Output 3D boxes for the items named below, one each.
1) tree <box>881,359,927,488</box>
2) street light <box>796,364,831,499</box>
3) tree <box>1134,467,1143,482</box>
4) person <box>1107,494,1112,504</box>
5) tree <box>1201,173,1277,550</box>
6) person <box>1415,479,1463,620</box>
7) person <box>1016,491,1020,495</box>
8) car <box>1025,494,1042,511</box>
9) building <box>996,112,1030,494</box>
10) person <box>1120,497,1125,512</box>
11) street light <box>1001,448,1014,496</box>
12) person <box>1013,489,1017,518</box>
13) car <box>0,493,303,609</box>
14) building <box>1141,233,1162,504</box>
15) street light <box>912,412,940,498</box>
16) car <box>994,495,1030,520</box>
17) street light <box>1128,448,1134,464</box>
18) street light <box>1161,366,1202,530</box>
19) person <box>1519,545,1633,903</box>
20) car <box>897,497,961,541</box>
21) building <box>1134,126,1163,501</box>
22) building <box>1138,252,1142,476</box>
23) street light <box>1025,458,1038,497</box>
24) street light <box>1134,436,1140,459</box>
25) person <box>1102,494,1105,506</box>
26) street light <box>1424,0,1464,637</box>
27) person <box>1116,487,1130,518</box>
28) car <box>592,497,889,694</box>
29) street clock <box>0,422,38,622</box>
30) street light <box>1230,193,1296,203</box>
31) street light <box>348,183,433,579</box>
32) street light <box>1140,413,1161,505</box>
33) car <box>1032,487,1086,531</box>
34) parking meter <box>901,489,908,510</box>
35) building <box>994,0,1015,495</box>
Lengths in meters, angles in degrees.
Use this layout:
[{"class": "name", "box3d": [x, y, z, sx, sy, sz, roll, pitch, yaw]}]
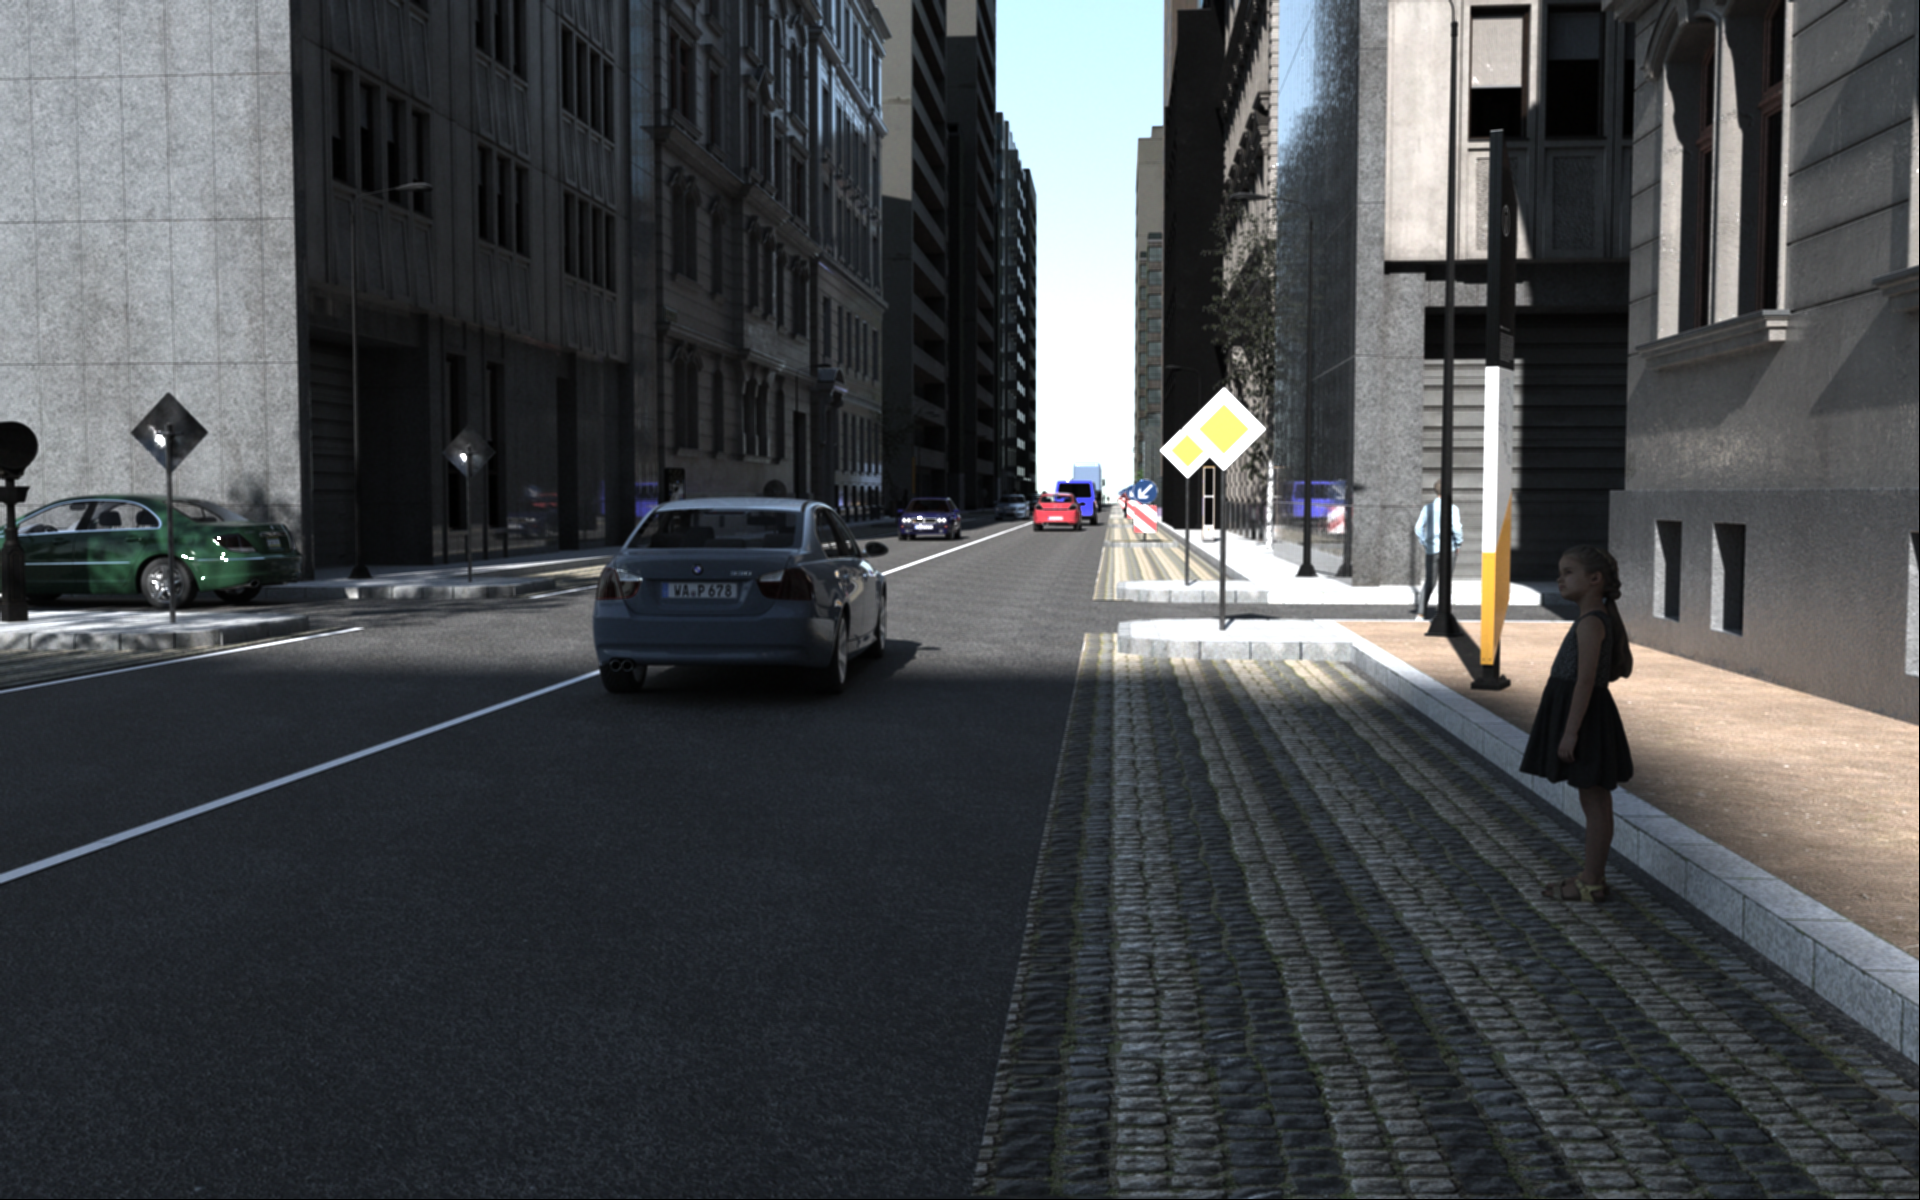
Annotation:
[{"class": "tree", "box3d": [-4.108, -8.714, 92.842, 4.360, 8.622, 3.978, 0, 3, 0]}, {"class": "street light", "box3d": [-5.293, -5.468, 61.935, 1.470, 5.913, 1.316, 0, 4, 5]}, {"class": "tree", "box3d": [19.874, -12.116, 181.811, 4.285, 4.588, 4.351, 0, 3, 0]}, {"class": "person", "box3d": [21.850, -14.742, 252.720, 0.799, 1.438, 0.628, -1, 4, -11]}, {"class": "tree", "box3d": [7.303, -5.459, 39.610, 4.360, 8.622, 3.978, 0, 3, 0]}, {"class": "person", "box3d": [5.270, -0.530, 18.972, 0.330, 1.601, 0.589, -2, 4, -34]}, {"class": "person", "box3d": [5.195, -8.861, 154.063, 1.217, 1.739, 0.721, -2, 4, -29]}, {"class": "car", "box3d": [5.734, -7.525, 132.815, 2.009, 1.686, 4.222, 0, 4, 4]}, {"class": "building", "box3d": [-3.295, -36.705, 219.728, 23.786, 49.044, 30.456, 0, 4, 5]}, {"class": "person", "box3d": [12.524, -7.579, 132.373, 0.705, 1.831, 1.348, 0, 4, -8]}, {"class": "street light", "box3d": [4.683, -12.333, 174.188, 1.470, 5.913, 1.316, 0, 4, 5]}, {"class": "person", "box3d": [3.301, -5.658, 101.716, 0.721, 1.736, 1.217, 0, 4, 1]}, {"class": "car", "box3d": [-11.121, -0.657, 22.542, 4.920, 1.459, 2.131, 0, 4, 7]}, {"class": "building", "box3d": [27.676, -25.717, 192.180, 14.160, 30.474, 14.107, 0, 4, 5]}, {"class": "street light", "box3d": [-1.863, -7.878, 101.348, 1.470, 5.913, 1.316, 0, 4, 5]}, {"class": "car", "box3d": [2.891, -5.106, 95.481, 2.014, 1.417, 4.499, 0, 4, 5]}, {"class": "street light", "box3d": [18.999, -13.036, 185.683, 1.470, 5.913, 1.316, 0, 4, 5]}, {"class": "street light", "box3d": [8.117, -5.512, 62.666, 1.470, 5.913, 1.316, 0, 4, 5]}, {"class": "person", "box3d": [2.171, 0.433, 6.090, 0.373, 1.253, 0.362, 2, 4, 25]}, {"class": "car", "box3d": [-0.943, -2.568, 54.570, 1.945, 1.354, 3.894, 0, 4, 5]}, {"class": "building", "box3d": [33.398, -36.689, 223.571, 21.300, 48.544, 21.600, 0, 4, 5]}, {"class": "building", "box3d": [28.314, -26.603, 206.660, 14.160, 30.474, 14.107, 0, 4, 5]}, {"class": "street light", "box3d": [8.862, -15.146, 220.170, 1.470, 5.913, 1.316, 0, 4, 5]}, {"class": "street light", "box3d": [14.907, -10.177, 138.939, 1.470, 5.913, 1.316, 0, 4, 5]}, {"class": "person", "box3d": [17.933, -12.536, 216.681, 0.599, 1.433, 0.991, -1, 4, -18]}, {"class": "street light", "box3d": [3.852, -2.633, 15.585, 1.470, 5.913, 1.316, 0, 4, 5]}, {"class": "person", "box3d": [10.046, -5.841, 103.936, 1.348, 1.831, 0.705, 0, 4, -4]}, {"class": "car", "box3d": [-1.620, -0.106, 13.737, 2.014, 1.417, 4.499, 0, 4, 3]}, {"class": "street clock", "box3d": [-9.532, -0.785, 17.401, 0.358, 2.002, 0.471, 3, 5, 39]}, {"class": "street light", "box3d": [4.859, -3.320, 26.830, 1.470, 5.913, 1.316, 0, 4, 5]}, {"class": "street light", "box3d": [-8.563, -3.273, 26.060, 1.470, 5.913, 1.316, 0, 4, 5]}, {"class": "street light", "box3d": [11.651, -7.985, 103.103, 1.470, 5.913, 1.316, 0, 4, 5]}, {"class": "car", "box3d": [3.857, -3.609, 68.053, 2.155, 1.783, 4.494, 0, 4, 6]}, {"class": "parking meter", "box3d": [-2.923, -5.052, 91.011, 0.372, 1.533, 0.369, 0, 3, 0]}, {"class": "building", "box3d": [-4.268, -46.196, 193.552, 20.563, 71.187, 20.611, 0, 4, 5]}]
